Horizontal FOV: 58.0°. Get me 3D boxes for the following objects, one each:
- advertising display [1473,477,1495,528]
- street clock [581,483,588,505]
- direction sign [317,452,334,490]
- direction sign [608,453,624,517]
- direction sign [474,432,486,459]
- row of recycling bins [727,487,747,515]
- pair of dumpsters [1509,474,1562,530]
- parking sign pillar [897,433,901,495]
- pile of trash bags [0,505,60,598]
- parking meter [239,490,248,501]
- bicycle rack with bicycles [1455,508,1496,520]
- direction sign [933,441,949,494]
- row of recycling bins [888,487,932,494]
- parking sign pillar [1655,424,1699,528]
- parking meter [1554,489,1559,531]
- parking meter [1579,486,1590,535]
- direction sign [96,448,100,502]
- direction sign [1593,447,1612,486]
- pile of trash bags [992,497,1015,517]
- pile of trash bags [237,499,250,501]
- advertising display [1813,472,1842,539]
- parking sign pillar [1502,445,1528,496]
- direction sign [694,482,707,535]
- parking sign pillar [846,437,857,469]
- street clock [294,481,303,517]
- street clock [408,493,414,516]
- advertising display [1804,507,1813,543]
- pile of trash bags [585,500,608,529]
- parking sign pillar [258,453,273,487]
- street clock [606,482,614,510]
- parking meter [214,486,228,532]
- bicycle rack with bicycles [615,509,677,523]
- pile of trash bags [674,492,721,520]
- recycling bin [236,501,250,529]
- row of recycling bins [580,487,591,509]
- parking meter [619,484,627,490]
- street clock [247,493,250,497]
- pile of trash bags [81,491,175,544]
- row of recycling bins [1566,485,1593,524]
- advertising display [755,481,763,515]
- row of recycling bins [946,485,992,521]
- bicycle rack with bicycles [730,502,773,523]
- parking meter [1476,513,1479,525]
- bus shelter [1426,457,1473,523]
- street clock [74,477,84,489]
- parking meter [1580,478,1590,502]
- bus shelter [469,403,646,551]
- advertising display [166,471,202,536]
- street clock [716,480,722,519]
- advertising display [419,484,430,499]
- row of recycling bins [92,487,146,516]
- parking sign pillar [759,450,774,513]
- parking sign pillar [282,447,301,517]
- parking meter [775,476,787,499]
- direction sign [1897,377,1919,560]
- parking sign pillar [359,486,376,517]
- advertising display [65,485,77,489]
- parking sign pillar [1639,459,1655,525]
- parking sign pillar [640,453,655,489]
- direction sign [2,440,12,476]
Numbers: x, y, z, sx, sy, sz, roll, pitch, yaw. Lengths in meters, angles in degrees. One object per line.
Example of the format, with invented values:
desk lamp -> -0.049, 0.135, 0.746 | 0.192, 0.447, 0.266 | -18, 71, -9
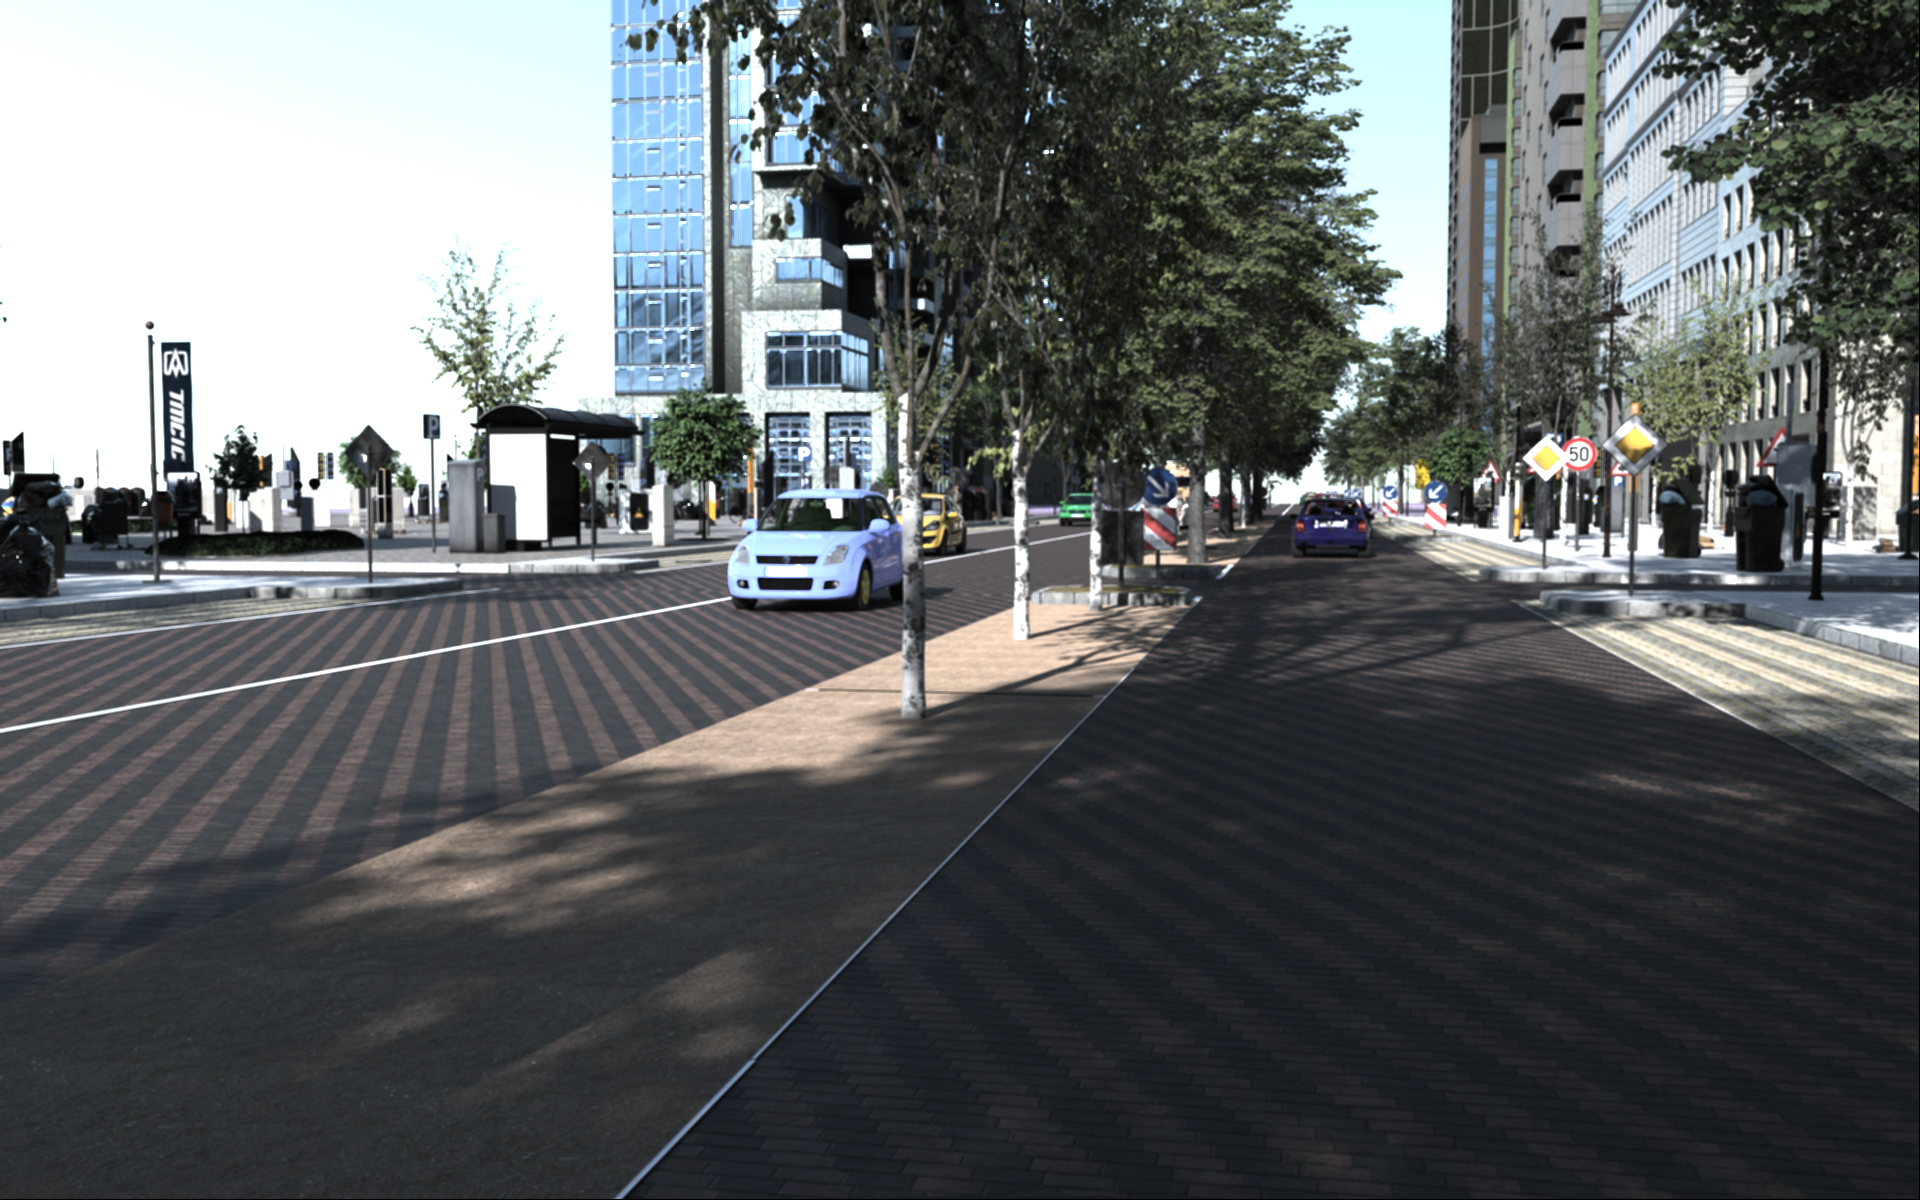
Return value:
advertising display -> 19.697, -3.668, 65.180 | 0.123, 1.923, 0.974 | -2, 4, -29
street clock -> -18.534, -4.948, 85.470 | 0.471, 2.002, 0.358 | -2, 4, -33
direction sign -> -34.347, -6.229, 93.834 | 0.876, 3.537, 0.379 | 0, 4, 2
direction sign -> -19.156, -6.395, 96.552 | 0.876, 3.537, 0.379 | -2, 4, -25
direction sign -> -17.468, -4.352, 63.154 | 0.379, 3.537, 0.876 | -3, 5, -43
row of recycling bins -> -13.200, -6.081, 106.534 | 1.069, 1.692, 3.534 | 1, 4, 23
pair of dumpsters -> 21.336, -3.771, 64.146 | 1.574, 2.255, 4.437 | 1, 4, 11
parking sign pillar -> -2.401, -5.412, 76.954 | 1.447, 3.967, 1.447 | 1, 4, 16
pile of trash bags -> -13.120, -0.727, 21.635 | 3.447, 1.369, 1.912 | -1, 4, -19
parking meter -> -38.069, -5.281, 92.062 | 0.255, 1.863, 0.399 | 2, 4, 25
bicycle rack with bicycles -> 25.402, -4.495, 86.879 | 2.925, 0.926, 2.852 | -1, 4, -11
direction sign -> -0.811, -5.025, 74.149 | 0.876, 3.537, 0.379 | 3, 4, 37
row of recycling bins -> -2.967, -5.594, 98.569 | 3.534, 1.692, 1.069 | 3, 5, 40
parking sign pillar -> 27.415, -4.740, 65.965 | 1.447, 3.967, 1.447 | 1, 4, 23
parking meter -> 20.731, -3.191, 60.583 | 0.372, 1.533, 0.369 | 0, 3, 0
parking meter -> 19.582, -2.815, 54.435 | 0.372, 1.533, 0.369 | 0, 3, 0
direction sign -> -42.857, -5.759, 86.160 | 0.379, 3.537, 0.876 | -2, 4, -30
direction sign -> 31.015, -5.606, 83.655 | 0.876, 3.537, 0.379 | 0, 4, -6
pile of trash bags -> 1.553, -5.385, 97.789 | 3.447, 1.369, 1.912 | -1, 4, -9
pile of trash bags -> -41.330, -5.562, 100.686 | 3.447, 1.369, 1.912 | -2, 4, -30
advertising display -> 24.955, -2.746, 50.114 | 0.974, 1.923, 0.123 | 2, 4, 25
parking sign pillar -> 30.762, -6.577, 96.000 | 1.447, 3.967, 1.447 | 3, 4, 37
direction sign -> -8.183, -3.822, 54.494 | 0.379, 3.537, 0.876 | -2, 4, -29
parking sign pillar -> -5.214, -5.757, 82.607 | 1.447, 3.967, 1.447 | 0, 4, -7
street clock -> -36.874, -5.625, 96.540 | 0.471, 2.002, 0.358 | -2, 4, -27
street clock -> -30.992, -5.700, 97.770 | 0.358, 2.002, 0.471 | 1, 4, 9
advertising display -> 21.934, -2.462, 45.475 | 0.974, 1.923, 0.123 | -2, 4, -29
pile of trash bags -> -14.854, -3.376, 64.958 | 3.447, 1.369, 1.912 | 0, 4, 2
parking sign pillar -> -44.880, -7.519, 111.406 | 1.447, 3.967, 1.447 | -1, 4, -19
street clock -> -21.730, -6.298, 107.537 | 0.471, 2.002, 0.358 | -2, 4, -34
parking meter -> -25.148, -3.257, 58.964 | 0.399, 1.863, 0.255 | 0, 4, -3
bicycle rack with bicycles -> -14.024, -3.942, 77.827 | 2.925, 0.926, 2.852 | -1, 4, -22
pile of trash bags -> -13.256, -4.712, 86.787 | 1.912, 1.369, 3.447 | 2, 4, 35
recycling bin -> -26.156, -3.136, 63.828 | 0.722, 1.027, 0.722 | 3, 4, 36
row of recycling bins -> -20.071, -5.218, 92.427 | 1.069, 1.692, 3.534 | 0, 4, -1
parking meter -> -18.951, -5.614, 97.497 | 0.399, 1.863, 0.255 | 1, 4, 21
street clock -> -48.197, -6.926, 117.806 | 0.471, 2.002, 0.358 | 2, 4, 28
pile of trash bags -> -22.397, -2.177, 45.348 | 3.447, 1.369, 1.912 | -1, 4, -15
row of recycling bins -> 26.739, -4.226, 76.215 | 1.069, 1.692, 3.534 | 0, 4, -6
advertising display -> -9.973, -4.940, 85.983 | 0.123, 1.923, 0.974 | 1, 4, 11
row of recycling bins -> 0.395, -4.627, 82.763 | 1.069, 1.692, 3.534 | 2, 4, 31
bicycle rack with bicycles -> -8.742, -3.869, 76.642 | 2.925, 0.926, 2.852 | 0, 4, 0
parking meter -> 21.453, -4.003, 71.159 | 0.399, 1.863, 0.255 | -1, 4, -20
bus shelter -> 22.582, -5.239, 79.573 | 2.014, 3.302, 5.546 | 1, 4, 11
street clock -> -36.662, -4.131, 72.115 | 0.471, 2.002, 0.358 | 3, 4, 36
parking meter -> 22.381, -3.451, 62.128 | 0.399, 1.863, 0.255 | 1, 4, 11
bus shelter -> -9.451, -2.898, 41.305 | 2.014, 3.302, 5.546 | 1, 4, 11
advertising display -> -21.673, -2.640, 48.374 | 0.974, 1.923, 0.123 | 1, 4, 9
street clock -> -14.049, -5.773, 98.962 | 0.358, 2.002, 0.471 | 3, 4, 37
advertising display -> -32.847, -6.176, 106.193 | 0.123, 1.923, 0.974 | 1, 4, 16
row of recycling bins -> -48.631, -5.680, 99.975 | 1.069, 1.692, 3.534 | 1, 4, 23
parking sign pillar -> -11.716, -7.100, 104.555 | 1.447, 3.967, 1.447 | 1, 4, 21
parking sign pillar -> -37.846, -6.719, 98.330 | 1.447, 3.967, 1.447 | -3, 4, -38
parking meter -> -5.938, -3.170, 57.546 | 0.255, 1.863, 0.399 | 2, 4, 26
direction sign -> 18.618, -2.563, 33.902 | 0.379, 3.537, 0.876 | 2, 4, 26
parking sign pillar -> -33.566, -6.722, 98.371 | 1.447, 3.967, 1.447 | -1, 4, -9
advertising display -> -61.514, -7.024, 120.054 | 0.123, 1.923, 0.974 | 3, 5, 40
parking sign pillar -> 29.571, -5.187, 73.283 | 1.447, 3.967, 1.447 | 3, 4, 38
parking sign pillar -> -17.443, -6.616, 96.648 | 1.447, 3.967, 1.447 | 1, 4, 9
direction sign -> -39.923, -4.957, 73.050 | 0.379, 3.537, 0.876 | 2, 4, 25
